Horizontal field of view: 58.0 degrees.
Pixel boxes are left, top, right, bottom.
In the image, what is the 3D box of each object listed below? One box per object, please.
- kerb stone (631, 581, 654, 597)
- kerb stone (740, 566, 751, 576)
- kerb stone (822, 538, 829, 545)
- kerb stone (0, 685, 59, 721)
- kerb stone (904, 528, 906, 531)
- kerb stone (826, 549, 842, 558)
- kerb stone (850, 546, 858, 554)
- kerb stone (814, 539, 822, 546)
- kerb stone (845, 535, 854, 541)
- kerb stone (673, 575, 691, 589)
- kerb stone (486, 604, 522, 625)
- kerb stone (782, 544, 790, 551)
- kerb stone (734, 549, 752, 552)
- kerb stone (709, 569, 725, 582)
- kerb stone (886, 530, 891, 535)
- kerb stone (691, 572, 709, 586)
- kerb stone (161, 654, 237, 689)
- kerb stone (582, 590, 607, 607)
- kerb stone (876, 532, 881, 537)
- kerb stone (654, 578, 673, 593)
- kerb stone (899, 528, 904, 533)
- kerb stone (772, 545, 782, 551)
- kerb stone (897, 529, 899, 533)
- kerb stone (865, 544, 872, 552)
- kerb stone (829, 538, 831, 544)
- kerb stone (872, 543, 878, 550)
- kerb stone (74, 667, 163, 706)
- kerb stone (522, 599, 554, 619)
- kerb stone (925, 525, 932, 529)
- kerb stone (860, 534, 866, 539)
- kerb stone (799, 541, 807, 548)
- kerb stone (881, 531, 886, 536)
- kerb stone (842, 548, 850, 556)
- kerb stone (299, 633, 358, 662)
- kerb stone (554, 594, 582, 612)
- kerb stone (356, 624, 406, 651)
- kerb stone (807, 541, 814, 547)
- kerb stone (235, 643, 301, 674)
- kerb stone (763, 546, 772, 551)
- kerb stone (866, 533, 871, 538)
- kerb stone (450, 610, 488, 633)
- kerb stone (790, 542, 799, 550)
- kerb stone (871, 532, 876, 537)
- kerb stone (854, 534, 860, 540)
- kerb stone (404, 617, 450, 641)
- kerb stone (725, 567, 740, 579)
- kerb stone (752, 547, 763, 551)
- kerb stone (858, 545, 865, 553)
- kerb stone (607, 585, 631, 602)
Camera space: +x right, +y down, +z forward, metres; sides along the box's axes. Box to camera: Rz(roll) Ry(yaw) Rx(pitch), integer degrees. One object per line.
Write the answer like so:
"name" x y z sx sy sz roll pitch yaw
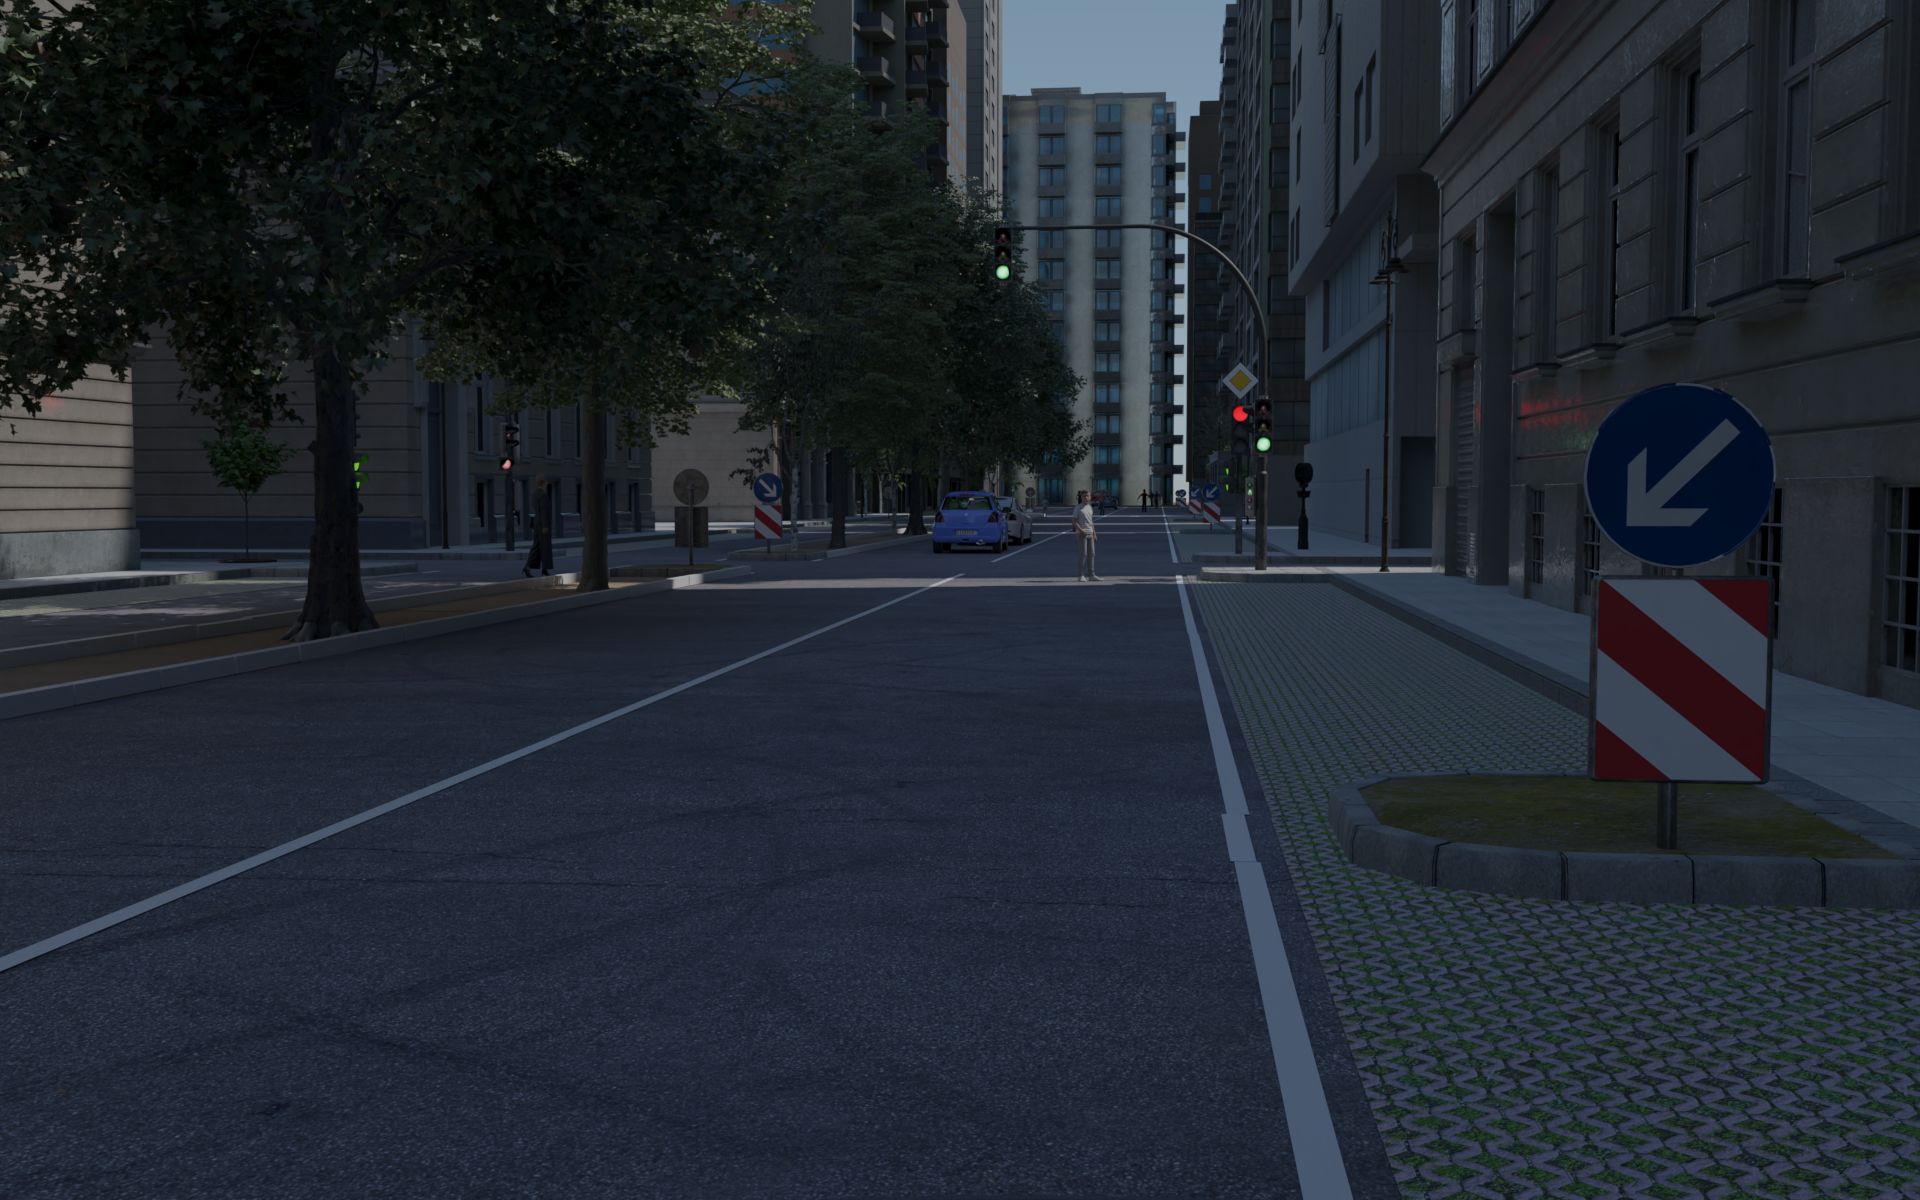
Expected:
"kerb stone" -4.566 -0.137 24.443 0.120 0.150 1.000 0 4 7
"kerb stone" -3.865 -0.509 30.553 0.120 0.150 1.000 0 4 7
"kerb stone" -3.910 -1.614 48.604 0.120 0.150 1.000 0 4 7
"kerb stone" -6.092 0.675 11.181 0.120 0.150 1.000 0 4 7
"kerb stone" -2.148 -2.549 63.874 0.120 0.150 1.000 0 4 7
"kerb stone" -2.882 -1.039 39.195 0.120 0.150 1.000 0 4 7
"kerb stone" -2.643 -1.163 41.239 0.120 0.150 1.000 0 4 7
"kerb stone" -4.027 -1.551 47.588 0.120 0.150 1.000 0 4 7
"kerb stone" -3.443 -1.864 52.677 0.120 0.150 1.000 0 4 7
"kerb stone" -4.340 -0.262 26.475 0.120 0.150 1.000 0 4 7
"kerb stone" -5.158 0.175 19.342 0.120 0.150 1.000 0 4 7
"kerb stone" -4.493 -1.304 43.513 0.120 0.150 1.000 0 4 7
"kerb stone" -4.961 -1.054 39.434 0.120 0.150 1.000 0 4 7
"kerb stone" -4.102 -0.386 28.513 0.120 0.150 1.000 0 4 7
"kerb stone" -2.616 -2.297 59.802 0.120 0.150 1.000 0 4 7
"kerb stone" -4.218 -0.324 27.498 0.120 0.150 1.000 0 4 7
"kerb stone" -5.863 0.554 13.222 0.120 0.150 1.000 0 4 7
"kerb stone" -4.809 -0.012 22.397 0.120 0.150 1.000 0 4 7
"kerb stone" -2.859 -2.175 57.765 0.120 0.150 1.000 0 4 7
"kerb stone" -4.451 -0.198 25.459 0.120 0.150 1.000 0 4 7
"kerb stone" -2.274 -2.481 62.856 0.120 0.150 1.000 0 4 7
"kerb stone" -4.609 -1.239 42.493 0.120 0.150 1.000 0 4 7
"kerb stone" -2.390 -2.425 61.838 0.120 0.150 1.000 0 4 7
"kerb stone" -2.405 -1.289 43.270 0.120 0.150 1.000 0 4 7
"kerb stone" -3.792 -1.677 49.620 0.120 0.150 1.000 0 4 7
"kerb stone" -2.293 -1.351 44.286 0.120 0.150 1.000 0 4 7
"kerb stone" -5.980 0.614 12.207 0.120 0.150 1.000 0 4 7
"kerb stone" -5.036 0.114 20.365 0.120 0.150 1.000 0 4 7
"kerb stone" -1.216 -3.047 72.027 0.120 0.150 1.000 0 4 7
"kerb stone" -3.201 -1.987 54.717 0.120 0.150 1.000 0 4 7
"kerb stone" -4.259 -1.429 45.557 0.120 0.150 1.000 0 4 7
"kerb stone" -2.732 -2.238 58.786 0.120 0.150 1.000 0 4 7
"kerb stone" -2.757 -1.103 40.223 0.120 0.150 1.000 0 4 7
"kerb stone" -5.619 0.427 15.263 0.120 0.150 1.000 0 4 7
"kerb stone" -4.923 0.052 21.380 0.120 0.150 1.000 0 4 7
"kerb stone" -5.507 0.362 16.285 0.120 0.150 1.000 0 4 7
"kerb stone" -4.146 -1.489 46.573 0.120 0.150 1.000 0 4 7
"kerb stone" -5.744 0.492 14.242 0.120 0.150 1.000 0 4 7
"kerb stone" -4.726 -1.179 41.474 0.120 0.150 1.000 0 4 7
"kerb stone" -3.086 -2.051 55.733 0.120 0.150 1.000 0 4 7
"kerb stone" -5.275 0.241 18.327 0.120 0.150 1.000 0 4 7
"kerb stone" -4.372 -1.363 44.538 0.120 0.150 1.000 0 4 7
"kerb stone" -2.965 -2.113 56.748 0.120 0.150 1.000 0 4 7
"kerb stone" -3.322 -1.926 53.697 0.120 0.150 1.000 0 4 7
"kerb stone" -5.386 0.299 17.306 0.120 0.150 1.000 0 4 7
"kerb stone" -3.982 -0.449 29.532 0.120 0.150 1.000 0 4 7
"kerb stone" -4.843 -1.114 40.453 0.120 0.150 1.000 0 4 7
"kerb stone" -2.525 -1.227 42.254 0.120 0.150 1.000 0 4 7
"kerb stone" -4.690 -0.070 23.418 0.120 0.150 1.000 0 4 7
